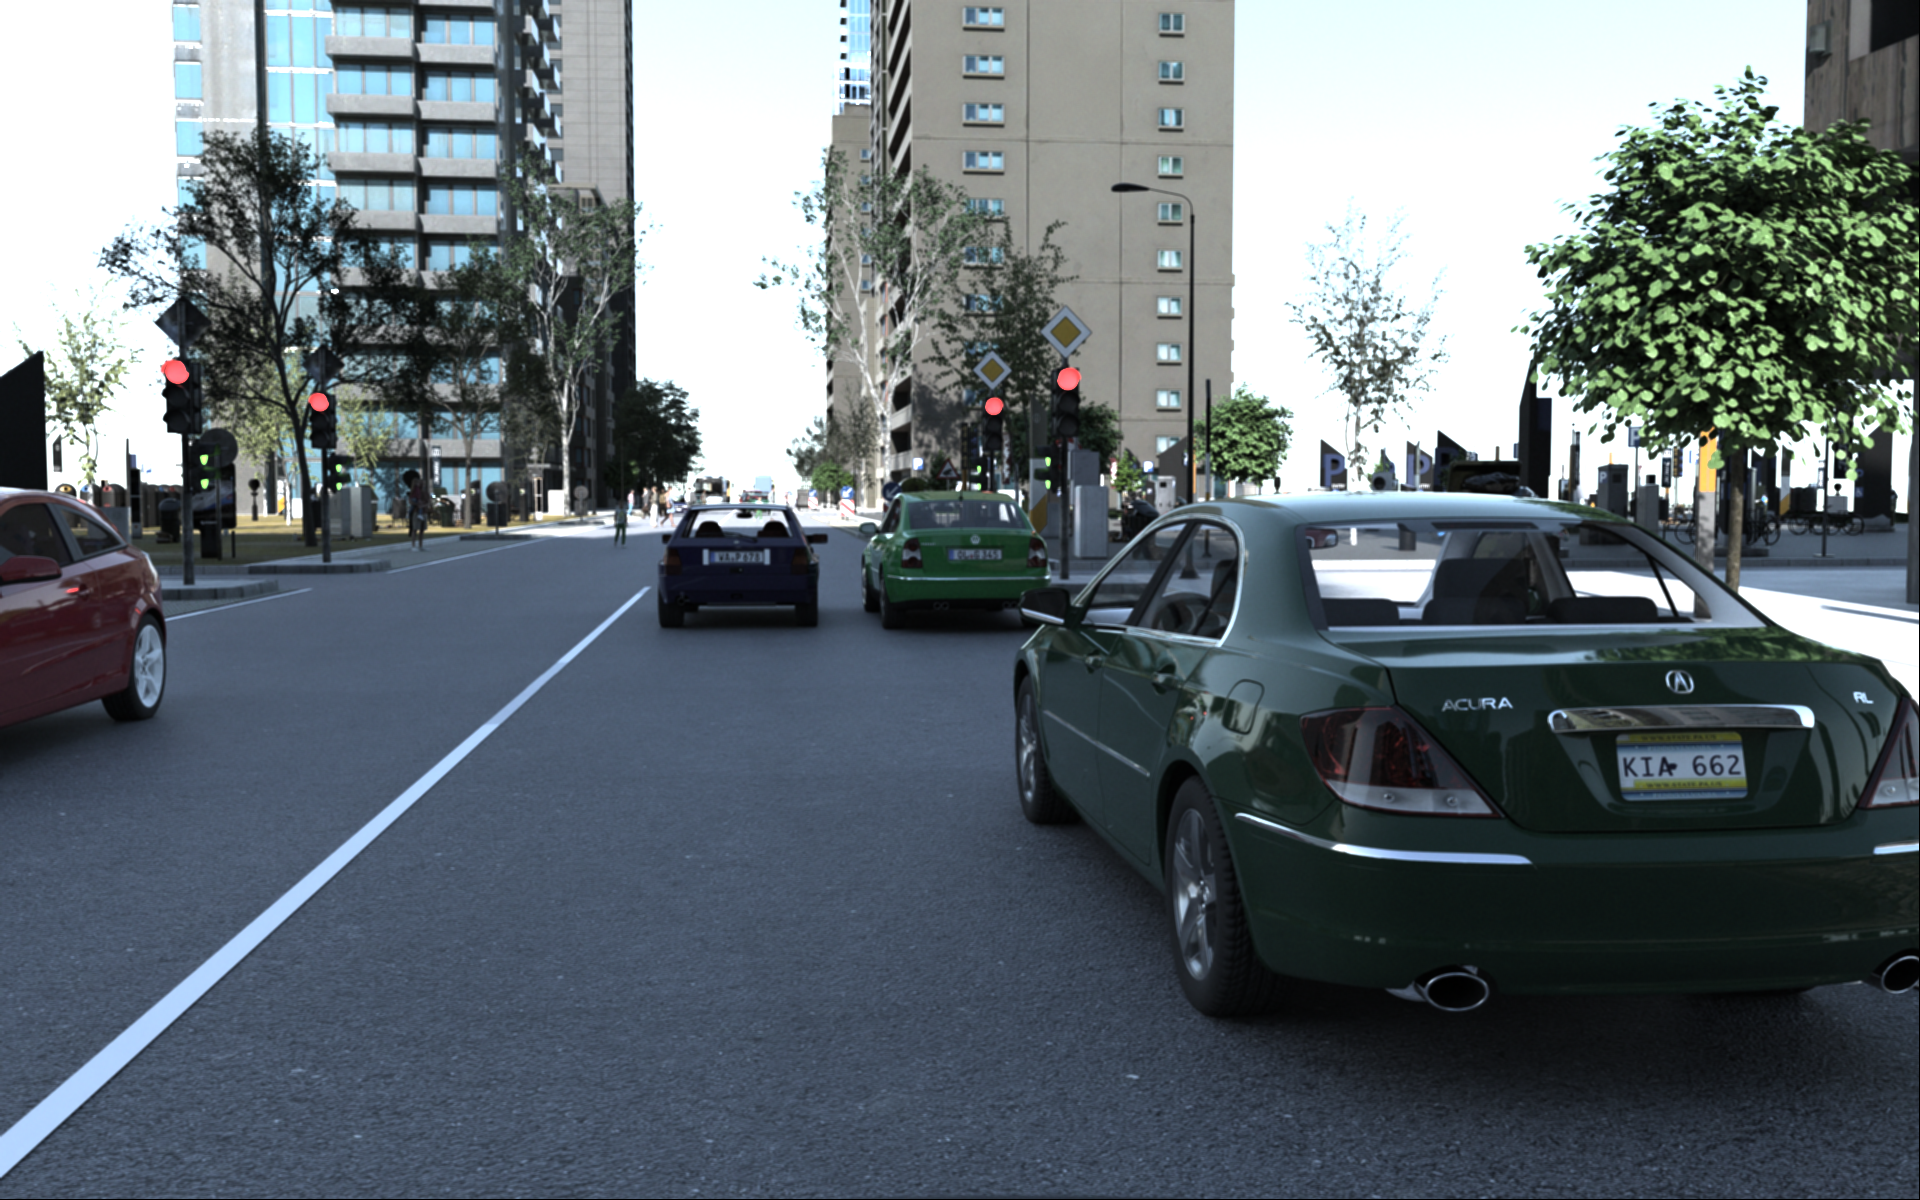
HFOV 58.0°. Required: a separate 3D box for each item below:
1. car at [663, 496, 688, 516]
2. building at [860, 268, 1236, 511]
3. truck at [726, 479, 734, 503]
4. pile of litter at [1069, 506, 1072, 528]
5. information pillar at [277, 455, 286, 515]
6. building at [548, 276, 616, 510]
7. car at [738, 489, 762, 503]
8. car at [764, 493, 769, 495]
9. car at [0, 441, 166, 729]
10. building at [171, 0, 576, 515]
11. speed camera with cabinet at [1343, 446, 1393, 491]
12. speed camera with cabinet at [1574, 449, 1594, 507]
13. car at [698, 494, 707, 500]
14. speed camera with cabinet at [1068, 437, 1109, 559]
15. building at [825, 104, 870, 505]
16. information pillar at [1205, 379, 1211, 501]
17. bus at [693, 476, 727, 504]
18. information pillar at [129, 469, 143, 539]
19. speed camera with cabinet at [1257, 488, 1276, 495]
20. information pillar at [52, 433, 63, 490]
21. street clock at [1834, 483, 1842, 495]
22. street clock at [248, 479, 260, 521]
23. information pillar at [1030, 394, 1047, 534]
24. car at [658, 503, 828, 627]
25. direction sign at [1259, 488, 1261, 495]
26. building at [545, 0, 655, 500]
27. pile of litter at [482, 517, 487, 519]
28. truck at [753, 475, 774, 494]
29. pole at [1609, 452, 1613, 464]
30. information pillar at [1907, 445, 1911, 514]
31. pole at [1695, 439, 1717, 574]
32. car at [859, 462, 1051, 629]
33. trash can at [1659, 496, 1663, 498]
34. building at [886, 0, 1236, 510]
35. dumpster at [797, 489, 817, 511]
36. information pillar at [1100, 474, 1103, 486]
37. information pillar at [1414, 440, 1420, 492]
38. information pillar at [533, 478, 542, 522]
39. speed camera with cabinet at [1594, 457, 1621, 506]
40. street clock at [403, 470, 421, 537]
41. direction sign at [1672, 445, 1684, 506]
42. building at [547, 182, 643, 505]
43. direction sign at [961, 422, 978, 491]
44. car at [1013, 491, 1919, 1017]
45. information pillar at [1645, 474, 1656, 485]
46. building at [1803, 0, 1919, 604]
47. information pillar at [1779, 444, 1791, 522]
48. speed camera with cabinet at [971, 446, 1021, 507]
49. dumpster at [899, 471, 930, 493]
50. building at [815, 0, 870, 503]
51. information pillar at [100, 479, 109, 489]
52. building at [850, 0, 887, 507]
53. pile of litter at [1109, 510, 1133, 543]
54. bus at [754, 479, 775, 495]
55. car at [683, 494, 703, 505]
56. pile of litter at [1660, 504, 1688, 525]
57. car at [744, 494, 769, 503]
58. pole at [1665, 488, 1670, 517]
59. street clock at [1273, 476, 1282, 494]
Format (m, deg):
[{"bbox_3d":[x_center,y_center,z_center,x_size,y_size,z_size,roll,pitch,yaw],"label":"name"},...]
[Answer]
[{"bbox_3d":[-18.448,-6.141,112.990,1.945,1.354,3.894,0,4,-8],"label":"car"},{"bbox_3d":[6.148,-18.572,148.693,27.650,21.520,28.899,0,4,-7],"label":"building"},{"bbox_3d":[-31.244,-14.064,225.862,3.469,3.379,9.791,0,4,-8],"label":"truck"},{"bbox_3d":[4.437,-3.169,65.784,1.176,0.858,1.719,-1,4,-19],"label":"pile of litter"},{"bbox_3d":[-40.891,-6.915,104.420,0.504,3.616,0.183,-3,5,-40],"label":"information pillar"},{"bbox_3d":[-45.220,-18.673,150.337,27.650,21.520,28.899,0,4,-7],"label":"building"},{"bbox_3d":[-17.557,-8.393,145.903,2.281,1.827,5.304,-1,4,-9],"label":"car"},{"bbox_3d":[-24.020,-12.459,212.745,2.155,1.783,4.494,0,4,-7],"label":"car"},{"bbox_3d":[-5.863,-0.027,9.481,2.155,1.783,4.494,0,4,-7],"label":"car"},{"bbox_3d":[-39.953,-30.623,120.292,23.786,49.044,30.456,0,4,-7],"label":"building"},{"bbox_3d":[16.984,-4.765,72.247,2.038,3.252,0.660,3,5,41],"label":"speed camera with cabinet"},{"bbox_3d":[27.331,-5.054,76.975,0.660,3.252,2.038,0,4,0],"label":"speed camera with cabinet"},{"bbox_3d":[-22.648,-8.307,147.611,2.131,1.459,4.920,-1,4,-9],"label":"car"},{"bbox_3d":[2.614,-2.495,35.130,0.660,3.252,2.038,0,4,-3],"label":"speed camera with cabinet"},{"bbox_3d":[-5.432,-36.026,212.723,21.300,48.544,21.600,0,4,-7],"label":"building"},{"bbox_3d":[5.030,-2.680,35.173,0.183,3.616,0.504,0,4,7],"label":"information pillar"},{"bbox_3d":[-24.061,-10.565,167.600,2.948,3.499,13.247,0,4,-6],"label":"bus"},{"bbox_3d":[-23.741,-2.776,49.884,0.304,2.012,0.304,-1,4,-22],"label":"information pillar"},{"bbox_3d":[18.363,-6.764,104.933,0.660,3.252,2.038,-1,4,-23],"label":"speed camera with cabinet"},{"bbox_3d":[-34.838,-4.622,66.920,0.504,3.616,0.183,2,4,27],"label":"information pillar"},{"bbox_3d":[58.211,-6.747,114.887,0.358,2.002,0.471,-1,4,-21],"label":"street clock"},{"bbox_3d":[-33.797,-4.796,82.981,0.358,2.002,0.471,2,4,33],"label":"street clock"},{"bbox_3d":[1.830,-3.017,40.682,0.504,3.616,0.183,-3,4,-39],"label":"information pillar"},{"bbox_3d":[-2.500,-0.455,20.025,1.945,1.354,3.894,0,4,-5],"label":"car"},{"bbox_3d":[9.855,-3.969,56.886,0.379,3.537,0.876,1,4,20],"label":"direction sign"},{"bbox_3d":[-50.502,-48.074,224.261,20.563,71.187,20.611,0,4,-7],"label":"building"},{"bbox_3d":[-24.296,-4.684,90.550,1.176,0.858,1.719,-3,5,-39],"label":"pile of litter"},{"bbox_3d":[-26.807,-15.035,235.578,2.967,4.110,18.799,0,4,-6],"label":"truck"},{"bbox_3d":[31.394,-5.489,83.585,0.158,3.312,0.155,0,3,0],"label":"pole"},{"bbox_3d":[44.292,-5.470,80.792,0.183,3.616,0.504,1,4,18],"label":"information pillar"},{"bbox_3d":[7.696,-1.468,17.844,0.158,3.312,0.155,0,3,0],"label":"pole"},{"bbox_3d":[-0.133,-0.676,19.855,1.959,1.807,4.718,0,4,-7],"label":"car"},{"bbox_3d":[46.457,-6.334,115.210,0.748,1.137,0.748,0,3,0],"label":"trash can"},{"bbox_3d":[6.286,-30.454,121.622,21.300,48.544,21.600,0,4,-7],"label":"building"},{"bbox_3d":[-13.234,-8.663,149.852,1.865,1.857,1.264,0,4,-7],"label":"dumpster"},{"bbox_3d":[5.984,-5.000,73.106,0.183,3.616,0.504,0,4,1],"label":"information pillar"},{"bbox_3d":[19.758,-5.109,74.895,0.183,3.616,0.504,2,4,35],"label":"information pillar"},{"bbox_3d":[-19.520,-4.624,80.101,0.304,2.012,0.304,-2,4,-35],"label":"information pillar"},{"bbox_3d":[34.591,-6.023,92.809,2.038,3.252,0.660,3,5,42],"label":"speed camera with cabinet"},{"bbox_3d":[-16.466,-2.905,52.059,0.471,2.002,0.358,0,4,-4],"label":"street clock"},{"bbox_3d":[33.538,-5.441,80.959,0.876,3.537,0.379,-3,4,-38],"label":"direction sign"},{"bbox_3d":[-53.905,-31.224,202.386,32.217,40.220,23.993,0,4,-7],"label":"building"},{"bbox_3d":[0.295,-3.837,54.724,0.379,3.537,0.876,-2,4,-34],"label":"direction sign"},{"bbox_3d":[1.361,0.338,6.272,2.131,1.459,4.920,0,4,-7],"label":"car"},{"bbox_3d":[25.500,-3.639,63.989,0.304,2.012,0.304,0,4,5],"label":"information pillar"},{"bbox_3d":[16.749,-15.011,17.132,14.160,30.474,14.107,0,4,-7],"label":"building"},{"bbox_3d":[38.367,-5.454,80.524,0.183,3.616,0.504,-2,4,-25],"label":"information pillar"},{"bbox_3d":[1.504,-4.759,72.150,2.038,3.252,0.660,-1,4,-14],"label":"speed camera with cabinet"},{"bbox_3d":[-1.951,-4.329,73.278,1.502,2.255,1.985,0,4,-7],"label":"dumpster"},{"bbox_3d":[-9.527,-57.438,251.787,22.319,86.520,31.000,0,4,-7],"label":"building"},{"bbox_3d":[-42.186,-4.950,85.430,0.304,2.012,0.304,0,4,-8],"label":"information pillar"},{"bbox_3d":[-0.237,-44.835,171.302,20.563,71.187,20.611,0,4,-7],"label":"building"},{"bbox_3d":[4.264,-1.978,46.298,1.176,0.858,1.719,3,5,41],"label":"pile of litter"},{"bbox_3d":[-28.469,-15.961,252.514,2.896,3.916,12.252,-1,4,-9],"label":"bus"},{"bbox_3d":[-22.075,-7.968,142.067,2.131,1.459,4.920,0,4,-6],"label":"car"},{"bbox_3d":[30.218,-3.638,73.441,1.719,0.858,1.176,-2,4,-35],"label":"pile of litter"},{"bbox_3d":[-13.769,-6.555,118.969,2.131,1.459,4.920,0,4,-8],"label":"car"},{"bbox_3d":[36.280,-5.809,88.820,0.158,3.312,0.155,0,3,0],"label":"pole"},{"bbox_3d":[12.973,-4.054,70.852,0.358,2.002,0.471,1,4,19],"label":"street clock"}]
